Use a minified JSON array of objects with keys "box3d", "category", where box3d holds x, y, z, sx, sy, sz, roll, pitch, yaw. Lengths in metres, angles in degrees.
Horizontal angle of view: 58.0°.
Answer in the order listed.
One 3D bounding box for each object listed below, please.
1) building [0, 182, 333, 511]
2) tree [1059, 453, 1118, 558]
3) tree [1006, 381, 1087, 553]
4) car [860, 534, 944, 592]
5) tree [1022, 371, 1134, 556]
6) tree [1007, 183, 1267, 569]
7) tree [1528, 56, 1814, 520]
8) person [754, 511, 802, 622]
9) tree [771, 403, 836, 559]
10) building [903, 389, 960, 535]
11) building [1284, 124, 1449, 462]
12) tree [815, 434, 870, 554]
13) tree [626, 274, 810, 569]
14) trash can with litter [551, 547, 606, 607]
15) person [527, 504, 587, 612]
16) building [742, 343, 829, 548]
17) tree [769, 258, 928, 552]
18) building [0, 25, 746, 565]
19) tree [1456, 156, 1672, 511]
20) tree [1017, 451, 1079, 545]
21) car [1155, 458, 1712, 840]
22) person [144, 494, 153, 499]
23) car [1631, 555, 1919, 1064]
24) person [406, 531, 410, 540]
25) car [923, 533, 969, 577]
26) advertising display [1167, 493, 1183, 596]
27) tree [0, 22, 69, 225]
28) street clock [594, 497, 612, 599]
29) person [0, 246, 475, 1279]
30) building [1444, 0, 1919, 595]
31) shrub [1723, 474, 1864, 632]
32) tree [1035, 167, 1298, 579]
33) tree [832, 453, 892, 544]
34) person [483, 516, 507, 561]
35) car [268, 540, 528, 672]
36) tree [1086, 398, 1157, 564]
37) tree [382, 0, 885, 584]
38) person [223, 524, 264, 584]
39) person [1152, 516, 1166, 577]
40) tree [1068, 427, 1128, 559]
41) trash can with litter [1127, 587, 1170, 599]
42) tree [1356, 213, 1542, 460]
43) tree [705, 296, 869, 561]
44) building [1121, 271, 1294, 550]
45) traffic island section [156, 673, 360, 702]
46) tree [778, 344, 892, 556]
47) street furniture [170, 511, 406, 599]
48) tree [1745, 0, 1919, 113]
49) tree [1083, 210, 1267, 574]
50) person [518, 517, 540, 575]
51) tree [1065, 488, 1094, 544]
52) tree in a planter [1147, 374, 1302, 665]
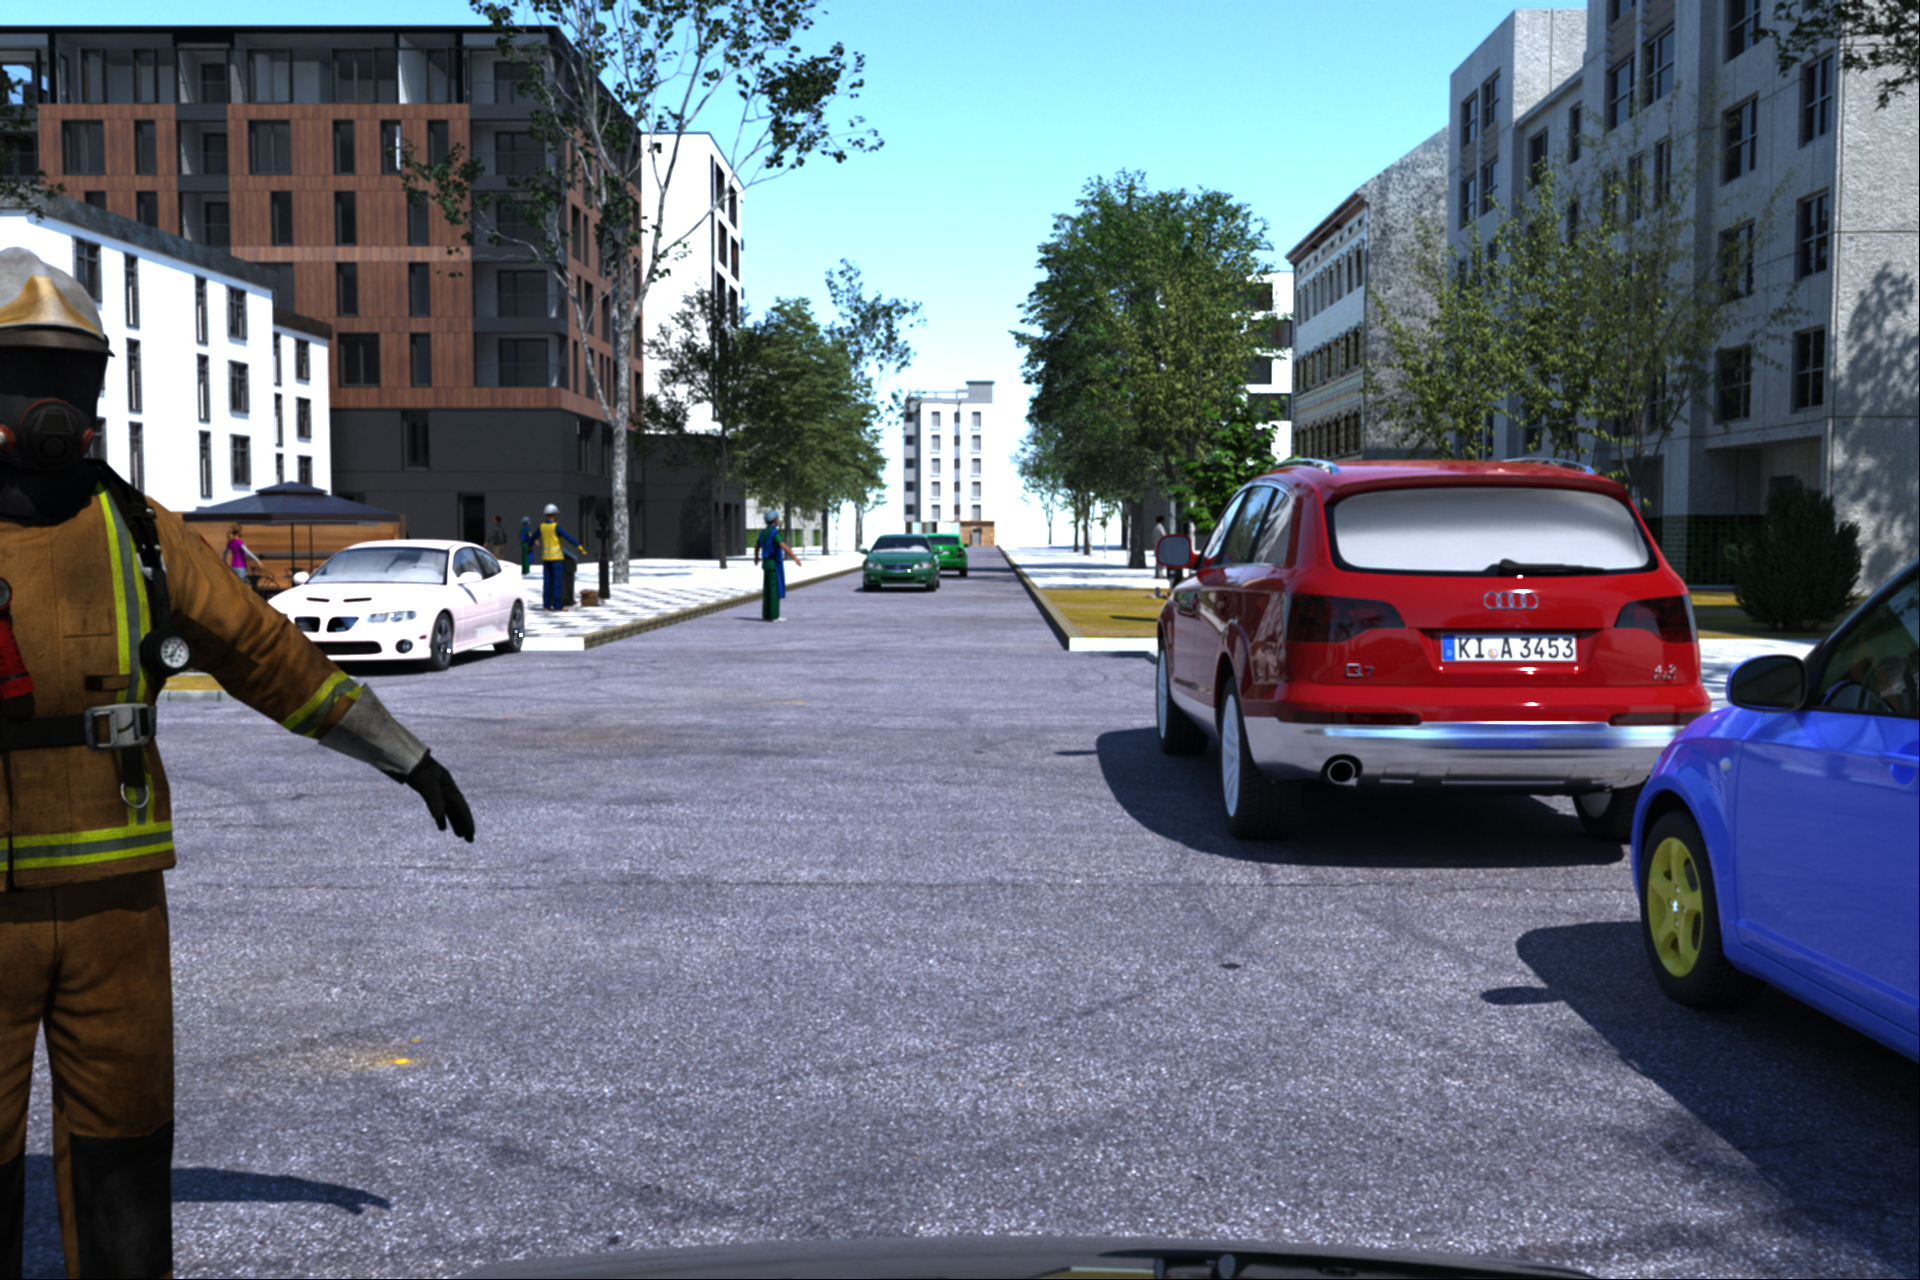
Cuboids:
[{"box3d":[-26.336,-6.941,55.633,9.099,9.664,28.070,0,4,2],"category":"building"},{"box3d":[7.267,-8.836,94.832,4.737,8.622,4.395,0,3,0],"category":"tree"},{"box3d":[8.249,-12.865,120.719,12.009,13.543,11.850,0,3,0],"category":"tree"},{"box3d":[-1.468,-1.999,44.483,2.131,1.459,4.920,0,4,1],"category":"car"},{"box3d":[7.579,-10.893,103.862,9.928,11.665,9.643,0,3,0],"category":"tree"},{"box3d":[6.607,-9.586,63.391,9.857,13.997,8.962,0,3,0],"category":"tree"},{"box3d":[10.623,-4.730,27.706,4.360,8.622,3.978,0,3,0],"category":"tree"},{"box3d":[-3.046,-1.209,28.346,0.704,1.817,1.347,-3,4,-38],"category":"person"},{"box3d":[-8.185,-8.561,90.340,4.737,8.622,4.395,0,3,0],"category":"tree"},{"box3d":[-6.759,-21.945,217.674,11.380,20.090,16.016,0,4,5],"category":"building"},{"box3d":[27.226,-15.546,85.112,19.493,23.208,18.063,0,4,1],"category":"building"},{"box3d":[-8.047,-9.848,111.385,4.360,8.622,3.978,0,3,0],"category":"tree"},{"box3d":[-8.979,-7.873,63.142,7.601,10.594,8.767,-3,4,-38],"category":"tree"},{"box3d":[-6.832,-1.183,30.721,1.055,1.170,0.624,0,4,2],"category":"trash can with litter"},{"box3d":[-6.700,-1.359,28.691,1.216,1.772,0.721,2,4,26],"category":"person"},{"box3d":[-23.161,-18.756,173.118,16.747,18.905,31.486,0,4,2],"category":"building"},{"box3d":[-8.290,-16.271,121.912,12.611,20.169,13.585,0,3,0],"category":"tree"},{"box3d":[-26.667,-14.819,86.271,27.936,21.610,32.646,0,3,0],"category":"building"},{"box3d":[11.839,-5.100,33.746,4.737,8.622,4.395,0,3,0],"category":"tree"},{"box3d":[10.903,-17.472,211.415,9.928,11.665,9.643,0,3,0],"category":"tree"},{"box3d":[2.293,-0.060,9.654,2.281,1.827,5.304,0,4,1],"category":"car"},{"box3d":[-11.417,-1.127,24.279,0.705,1.847,1.347,0,4,7],"category":"person"},{"box3d":[2.985,0.332,4.159,1.945,1.707,3.694,0,4,1],"category":"car"},{"box3d":[-17.962,-3.026,55.407,0.705,1.837,1.347,1,4,17],"category":"person"},{"box3d":[-0.647,-3.062,58.862,1.959,1.807,4.718,0,4,0],"category":"car"},{"box3d":[3.147,-1.231,25.334,0.123,1.923,0.974,0,4,1],"category":"advertising display"},{"box3d":[-12.619,-5.006,16.263,8.767,10.594,7.601,0,4,-7],"category":"tree"},{"box3d":[-7.019,-1.807,34.109,0.358,2.002,0.471,0,4,0],"category":"street clock"},{"box3d":[-1.390,0.343,2.612,0.705,1.858,1.354,3,5,44],"category":"person"},{"box3d":[26.833,-11.301,51.225,16.747,18.905,31.486,0,4,1],"category":"building"},{"box3d":[11.028,-1.155,22.923,1.661,2.075,1.752,0,3,0],"category":"shrub"},{"box3d":[6.006,-7.559,49.353,9.928,11.665,9.643,0,3,0],"category":"tree"},{"box3d":[-12.331,-17.610,213.678,9.928,11.665,9.643,0,3,0],"category":"tree"},{"box3d":[-13.117,-2.618,49.080,0.705,1.796,1.348,1,4,10],"category":"person"},{"box3d":[-6.276,-0.441,19.580,2.083,1.381,4.827,0,4,1],"category":"car"},{"box3d":[7.134,-7.505,73.064,4.737,8.622,4.395,0,3,0],"category":"tree"},{"box3d":[-8.337,-11.575,45.148,12.611,20.169,13.585,0,3,0],"category":"tree"},{"box3d":[-10.959,-1.050,26.436,0.991,1.433,0.599,2,4,34],"category":"person"},{"box3d":[5.779,-2.666,49.781,0.705,1.806,1.347,-1,4,-16],"category":"person"},{"box3d":[7.457,-8.422,88.066,4.360,8.622,3.978,0,3,0],"category":"tree"},{"box3d":[4.196,-1.407,34.066,1.678,1.210,2.233,0,4,0],"category":"trash can with litter"},{"box3d":[11.226,-5.427,39.093,4.737,8.622,4.395,0,3,0],"category":"tree"},{"box3d":[-8.192,-10.055,82.528,7.486,12.596,7.792,0,3,0],"category":"tree"},{"box3d":[27.899,-18.784,151.087,27.936,21.610,32.646,0,4,1],"category":"building"},{"box3d":[-6.642,0.432,15.802,1.991,0.108,1.994,0,4,1],"category":"traffic island section"},{"box3d":[-7.929,-11.289,102.705,7.486,12.596,7.792,0,3,0],"category":"tree"},{"box3d":[-15.685,-1.887,37.702,11.010,1.723,9.812,-1,4,-13],"category":"street furniture"},{"box3d":[8.924,-4.657,10.560,7.601,10.594,8.767,-2,4,-25],"category":"tree"},{"box3d":[4.984,-5.396,38.593,4.737,8.622,4.395,0,3,0],"category":"tree"},{"box3d":[-13.609,-2.957,54.470,0.704,1.817,1.347,-3,4,-39],"category":"person"},{"box3d":[15.284,-16.394,218.396,4.737,8.622,4.395,0,3,0],"category":"tree"},{"box3d":[3.134,-1.356,19.389,1.991,3.239,1.994,0,3,0],"category":"tree in a planter"}]
